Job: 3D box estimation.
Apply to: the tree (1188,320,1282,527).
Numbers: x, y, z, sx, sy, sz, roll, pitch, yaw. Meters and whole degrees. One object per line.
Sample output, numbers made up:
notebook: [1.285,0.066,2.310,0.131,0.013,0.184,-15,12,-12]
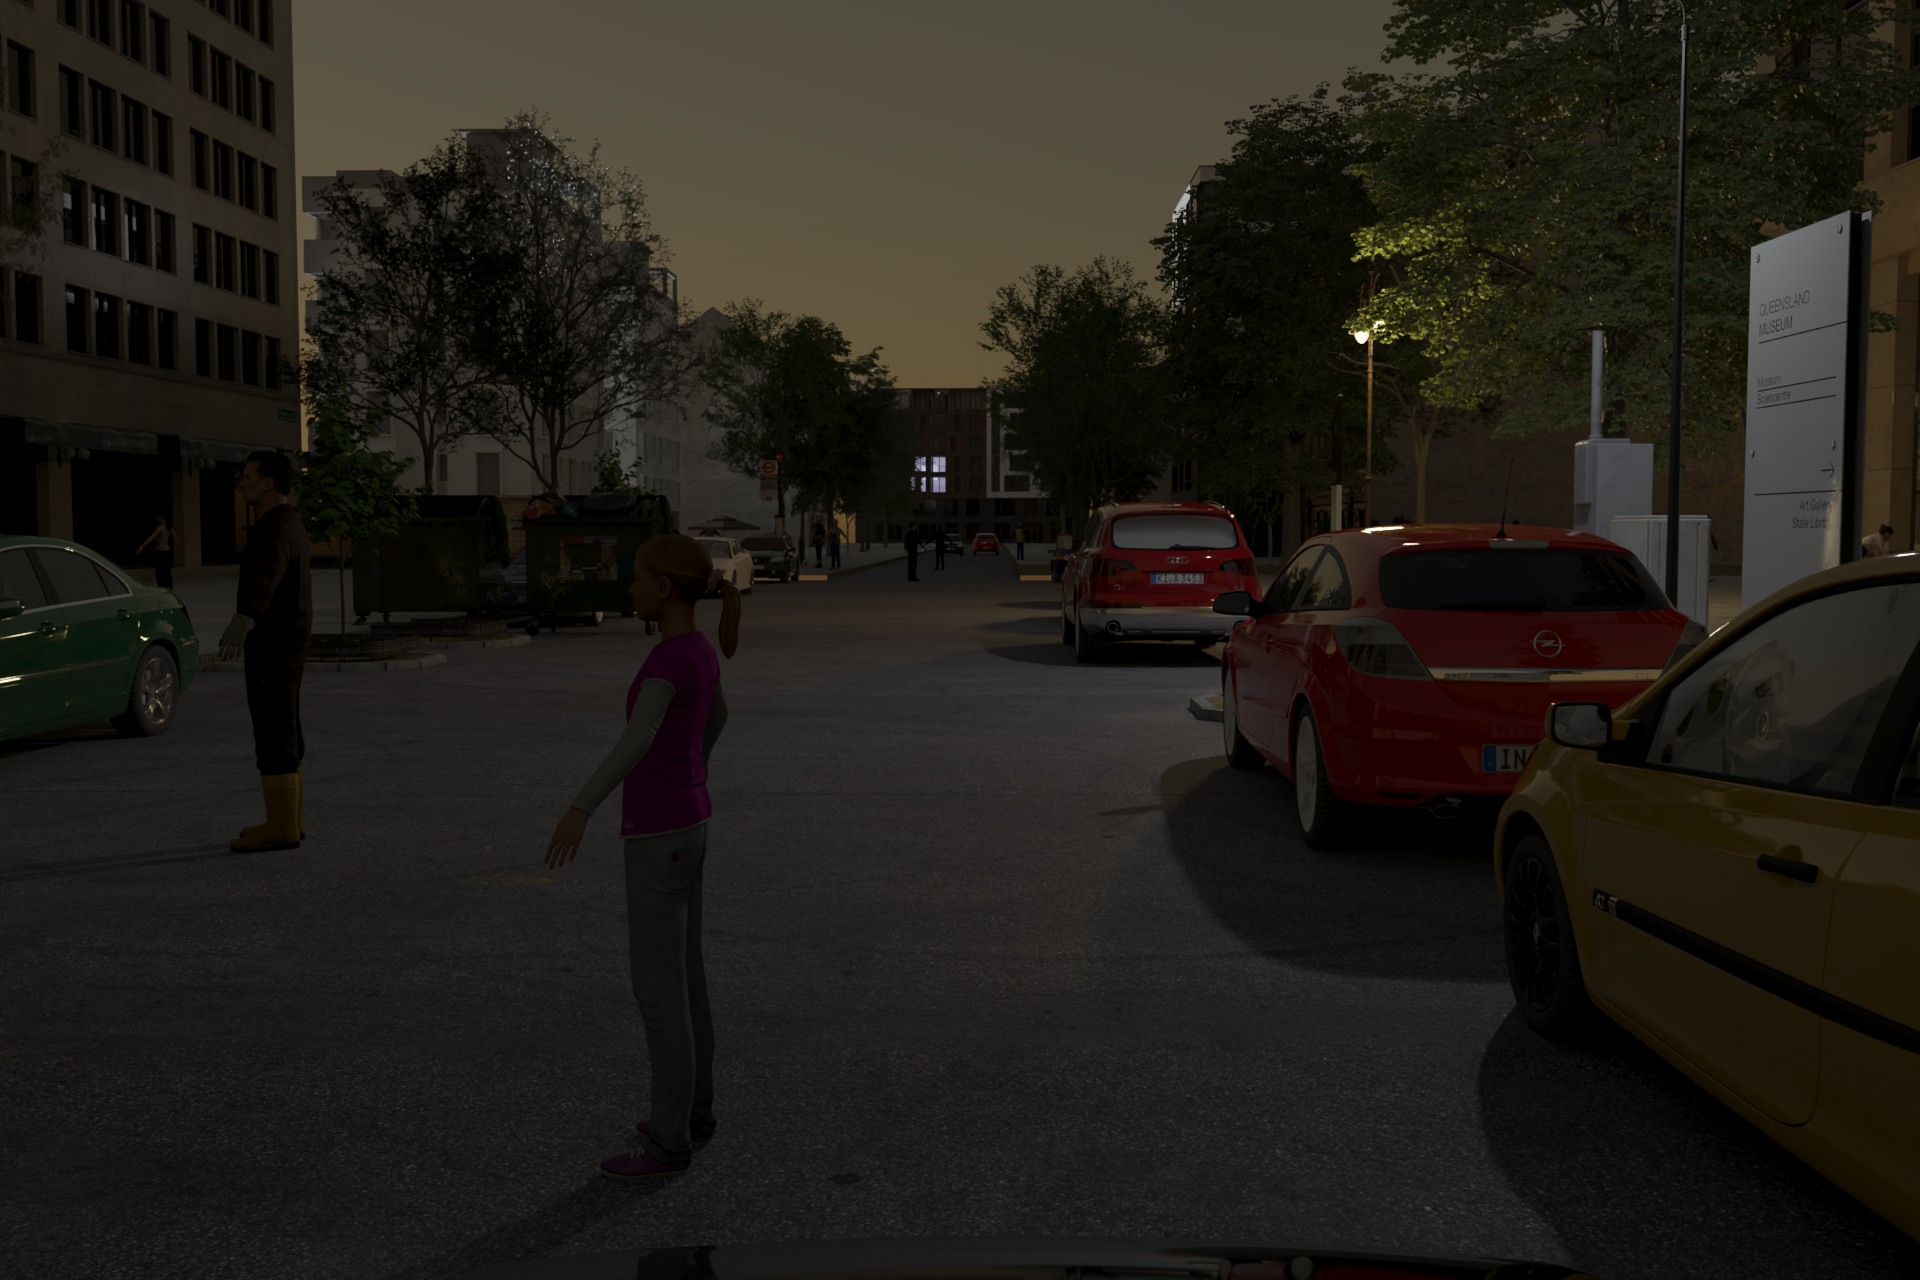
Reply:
tree: [9.255,-6.612,58.475,4.737,8.622,4.395,0,3,0]

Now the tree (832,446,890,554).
tree: [-6.922,-9.752,109.814,4.737,8.622,4.395,0,3,0]

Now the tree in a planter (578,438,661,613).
tree in a planter: [-6.469,-2.155,32.451,1.991,3.239,1.994,0,4,1]

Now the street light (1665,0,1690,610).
street light: [6.519,-2.560,14.395,1.470,5.913,1.316,0,4,2]

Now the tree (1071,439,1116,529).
tree: [7.516,-9.540,106.334,4.737,8.622,4.395,0,3,0]

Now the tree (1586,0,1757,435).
tree: [26.649,-12.417,58.901,12.611,20.169,13.585,0,3,0]

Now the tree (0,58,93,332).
tree: [-12.871,-4.224,19.417,4.360,8.622,3.978,0,3,0]

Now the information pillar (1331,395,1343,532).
information pillar: [6.409,-2.332,29.486,0.183,3.616,0.504,0,4,1]

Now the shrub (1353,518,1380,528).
shrub: [16.893,-4.080,71.133,1.690,2.028,1.600,0,3,0]

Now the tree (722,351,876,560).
tree: [-7.894,-9.199,84.824,8.767,10.594,7.601,1,4,11]

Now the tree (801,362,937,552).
tree: [-6.835,-13.017,123.202,12.009,13.543,11.850,0,3,0]

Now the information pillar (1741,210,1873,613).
information pillar: [6.542,-1.355,13.466,0.184,3.620,1.656,0,4,1]

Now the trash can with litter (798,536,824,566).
trash can with litter: [-6.271,-3.624,70.303,1.678,1.210,2.233,0,4,3]

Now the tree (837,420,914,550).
tree: [-7.252,-13.043,139.011,9.928,11.665,9.643,0,3,0]

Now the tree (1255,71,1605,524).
tree: [9.401,-6.213,36.001,7.601,10.594,8.767,-2,4,-33]

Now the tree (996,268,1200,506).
tree: [6.775,-10.446,81.164,12.009,13.543,11.850,0,3,0]

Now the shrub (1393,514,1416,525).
shrub: [16.404,-3.688,64.345,1.661,2.075,1.752,0,3,0]

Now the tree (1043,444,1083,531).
tree: [8.532,-11.186,133.245,4.737,8.622,4.395,0,3,0]

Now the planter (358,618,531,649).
planter: [-6.690,-0.083,22.498,1.991,0.319,1.994,0,4,1]

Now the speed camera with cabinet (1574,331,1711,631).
speed camera with cabinet: [6.384,-1.342,16.276,0.660,3.252,2.038,0,4,1]

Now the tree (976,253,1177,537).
tree: [4.369,-8.546,65.488,9.928,11.665,9.643,0,3,0]

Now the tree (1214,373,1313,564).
tree: [12.923,-7.476,72.598,4.737,8.622,4.395,0,3,0]

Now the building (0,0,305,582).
building: [-31.621,-14.582,40.583,24.374,26.755,37.873,0,4,2]

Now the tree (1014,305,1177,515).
tree: [7.433,-11.391,92.894,9.857,13.997,8.962,0,3,0]

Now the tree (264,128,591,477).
tree: [-11.821,-6.405,39.128,7.601,10.594,8.767,-3,5,-41]

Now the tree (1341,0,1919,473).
tree: [8.798,-6.419,23.084,7.486,12.596,7.792,0,3,0]

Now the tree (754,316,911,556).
tree: [-7.542,-11.881,100.913,9.857,13.997,8.962,0,3,0]

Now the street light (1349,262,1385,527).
street light: [7.037,-3.486,29.783,0.468,5.910,1.993,0,4,2]

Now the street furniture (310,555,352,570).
street furniture: [-23.756,-2.923,63.420,10.072,0.657,5.734,0,4,3]

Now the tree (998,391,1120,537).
tree: [7.688,-12.537,115.351,12.009,13.543,11.850,0,3,0]

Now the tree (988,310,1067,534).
tree: [8.292,-17.714,145.508,12.611,20.169,13.585,0,3,0]

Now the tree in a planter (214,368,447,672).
tree in a planter: [-6.751,-1.324,18.862,1.991,3.239,1.994,0,4,1]

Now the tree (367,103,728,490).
tree: [-12.012,-8.570,50.495,12.009,13.543,11.850,0,3,0]

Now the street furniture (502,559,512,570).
street furniture: [-12.239,-2.522,56.853,5.734,0.657,10.072,2,4,25]

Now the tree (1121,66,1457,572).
tree: [9.218,-8.674,48.467,9.857,13.997,8.962,0,3,0]

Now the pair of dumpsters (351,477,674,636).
pair of dumpsters: [-6.397,-1.215,24.818,4.436,2.255,1.574,0,4,2]

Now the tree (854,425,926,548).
tree: [-7.111,-14.602,156.874,7.486,12.596,7.792,0,3,0]

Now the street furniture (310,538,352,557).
street furniture: [-24.636,-3.932,71.149,11.010,1.723,9.812,2,4,25]

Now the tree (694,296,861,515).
tree: [-7.986,-9.217,76.460,9.928,11.665,9.643,0,3,0]

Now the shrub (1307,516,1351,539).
shrub: [13.812,-3.696,64.466,1.661,2.075,1.752,0,3,0]

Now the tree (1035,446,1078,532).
tree: [7.739,-10.780,126.618,4.737,8.622,4.395,0,3,0]
